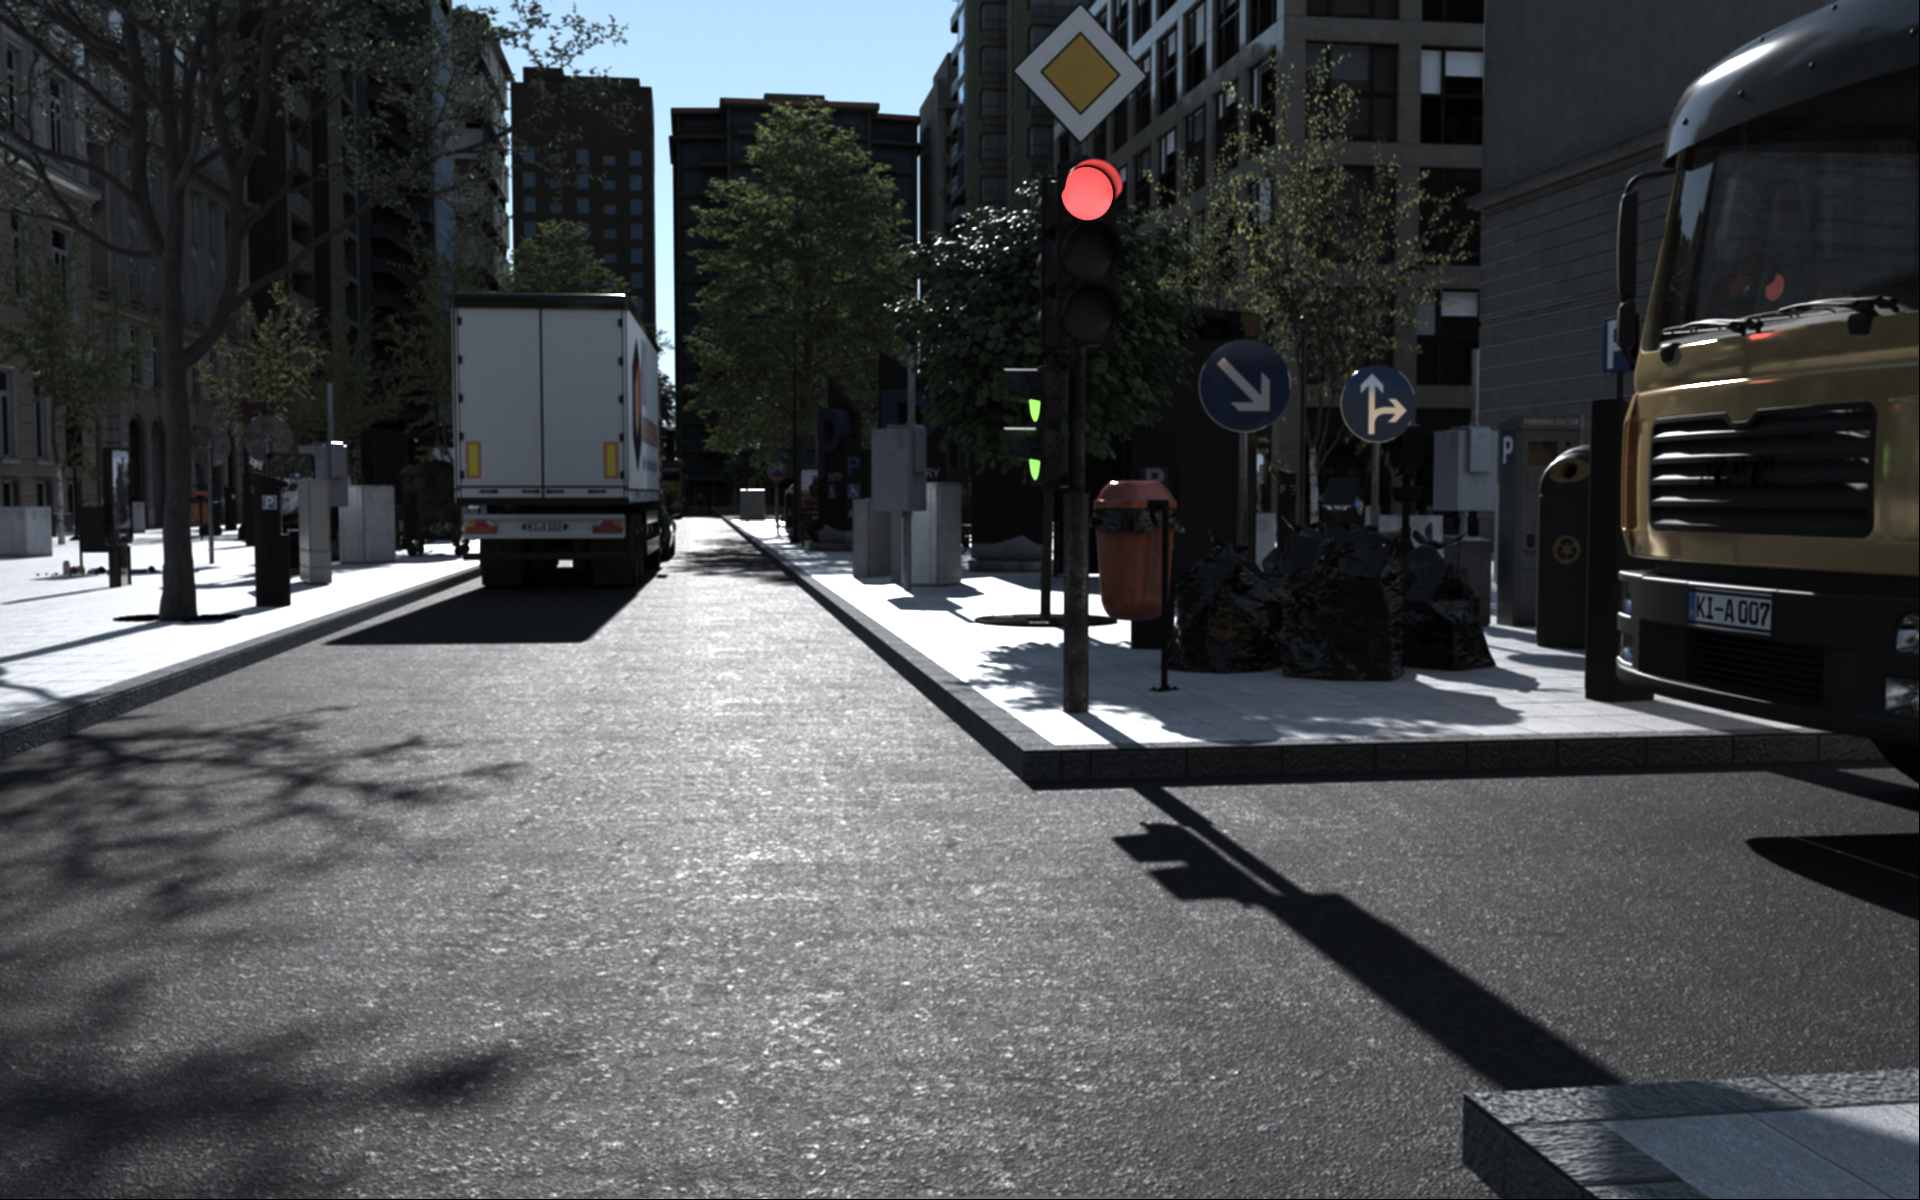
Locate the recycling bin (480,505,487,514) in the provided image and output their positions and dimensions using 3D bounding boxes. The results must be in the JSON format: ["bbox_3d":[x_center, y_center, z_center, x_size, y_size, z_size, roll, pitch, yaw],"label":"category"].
[{"bbox_3d":[-17.828,-3.166,64.312,0.722,1.027,0.722,0,4,3],"label":"recycling bin"}]

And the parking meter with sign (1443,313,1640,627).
[{"bbox_3d":[5.639,-1.262,16.902,1.738,3.016,0.543,0,4,-7],"label":"parking meter with sign"}]

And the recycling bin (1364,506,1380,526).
[{"bbox_3d":[8.735,-1.551,37.920,0.722,1.027,0.722,0,4,-6],"label":"recycling bin"}]

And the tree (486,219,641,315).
[{"bbox_3d":[-16.883,-9.426,72.247,7.486,12.596,7.792,0,3,0],"label":"tree"}]

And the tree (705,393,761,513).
[{"bbox_3d":[-15.228,-10.211,117.314,4.360,8.622,3.978,0,3,0],"label":"tree"}]

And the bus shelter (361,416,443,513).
[{"bbox_3d":[-17.477,-3.883,54.763,1.731,3.624,6.357,-1,4,-9],"label":"bus shelter"}]

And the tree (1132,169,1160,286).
[{"bbox_3d":[5.547,-5.275,36.608,4.360,8.622,3.978,0,3,0],"label":"tree"}]

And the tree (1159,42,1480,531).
[{"bbox_3d":[6.045,-4.792,28.716,4.360,8.622,3.978,0,3,0],"label":"tree"}]

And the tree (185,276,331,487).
[{"bbox_3d":[-23.205,-6.557,57.573,4.360,8.622,3.978,0,3,0],"label":"tree"}]

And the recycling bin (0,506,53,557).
[{"bbox_3d":[-19.172,-1.405,35.525,0.722,1.027,0.722,1,4,10],"label":"recycling bin"}]

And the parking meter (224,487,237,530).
[{"bbox_3d":[-25.863,-3.241,61.403,0.372,1.533,0.369,0,3,0],"label":"parking meter"}]

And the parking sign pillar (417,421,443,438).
[{"bbox_3d":[-19.623,-4.600,63.688,1.447,3.967,1.447,-1,4,-10],"label":"parking sign pillar"}]

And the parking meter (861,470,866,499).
[{"bbox_3d":[-2.413,-2.201,41.702,0.255,1.863,0.399,-1,4,-12],"label":"parking meter"}]

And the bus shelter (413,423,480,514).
[{"bbox_3d":[-15.018,-3.571,52.304,2.014,3.302,5.546,-1,4,-9],"label":"bus shelter"}]

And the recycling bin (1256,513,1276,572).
[{"bbox_3d":[3.803,-0.659,23.322,0.722,1.027,0.722,0,4,-6],"label":"recycling bin"}]

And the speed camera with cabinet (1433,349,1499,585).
[{"bbox_3d":[7.593,-1.822,24.134,2.038,3.252,0.660,-1,4,-23],"label":"speed camera with cabinet"}]

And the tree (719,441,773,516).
[{"bbox_3d":[-12.062,-7.295,102.994,4.285,4.588,4.351,0,3,0],"label":"tree"}]

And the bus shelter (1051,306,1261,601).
[{"bbox_3d":[2.393,-1.995,23.903,1.731,3.624,6.357,-1,4,-9],"label":"bus shelter"}]

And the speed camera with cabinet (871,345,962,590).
[{"bbox_3d":[-0.585,-1.805,23.854,0.660,3.252,2.038,1,4,20],"label":"speed camera with cabinet"}]

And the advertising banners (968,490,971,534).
[{"bbox_3d":[0.883,-3.653,55.915,2.074,3.025,0.090,-2,4,-34],"label":"advertising banners"}]

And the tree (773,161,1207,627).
[{"bbox_3d":[0.785,-2.051,17.241,4.285,4.588,4.351,0,3,0],"label":"tree"}]

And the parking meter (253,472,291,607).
[{"bbox_3d":[-7.889,-0.700,19.858,0.372,1.533,0.369,0,3,0],"label":"parking meter"}]

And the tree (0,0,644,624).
[{"bbox_3d":[-7.855,-6.543,17.346,12.009,13.543,11.850,0,3,0],"label":"tree"}]

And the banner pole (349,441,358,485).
[{"bbox_3d":[-28.470,-5.578,81.224,0.863,3.779,0.401,3,4,39],"label":"banner pole"}]

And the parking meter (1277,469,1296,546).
[{"bbox_3d":[7.560,-2.102,40.078,0.255,1.863,0.399,-2,4,-35],"label":"parking meter"}]

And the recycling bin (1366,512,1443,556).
[{"bbox_3d":[5.342,-0.501,20.745,0.722,1.027,0.722,2,4,28],"label":"recycling bin"}]

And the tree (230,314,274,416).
[{"bbox_3d":[-27.613,-7.390,71.181,4.737,8.622,4.395,0,3,0],"label":"tree"}]

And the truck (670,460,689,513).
[{"bbox_3d":[-21.819,-8.526,129.163,2.967,4.110,18.799,-1,4,-8],"label":"truck"}]

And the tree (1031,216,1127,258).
[{"bbox_3d":[2.739,-5.771,44.714,4.737,8.622,4.395,0,3,0],"label":"tree"}]

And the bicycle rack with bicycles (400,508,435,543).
[{"bbox_3d":[-15.125,-1.987,45.869,2.925,0.926,2.852,1,4,9],"label":"bicycle rack with bicycles"}]

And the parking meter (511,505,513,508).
[{"bbox_3d":[-17.810,-3.674,68.485,0.372,1.533,0.369,0,3,0],"label":"parking meter"}]

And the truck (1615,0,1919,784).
[{"bbox_3d":[7.115,-0.704,7.435,9.791,3.379,3.469,0,4,-7],"label":"truck"}]

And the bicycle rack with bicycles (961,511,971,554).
[{"bbox_3d":[0.910,-1.477,37.531,2.852,0.926,2.925,-2,4,-31],"label":"bicycle rack with bicycles"}]

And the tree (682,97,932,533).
[{"bbox_3d":[-4.246,-8.080,50.227,7.486,12.596,7.792,0,3,0],"label":"tree"}]

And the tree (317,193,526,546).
[{"bbox_3d":[-12.512,-5.668,43.036,4.737,8.622,4.395,0,3,0],"label":"tree"}]

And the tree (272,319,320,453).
[{"bbox_3d":[-23.238,-7.101,66.456,4.737,8.622,4.395,0,3,0],"label":"tree"}]

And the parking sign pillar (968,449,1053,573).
[{"bbox_3d":[0.862,-2.471,28.870,1.447,3.967,1.447,1,4,22],"label":"parking sign pillar"}]

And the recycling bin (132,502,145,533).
[{"bbox_3d":[-27.487,-2.749,57.506,0.722,1.027,0.722,-2,4,-29],"label":"recycling bin"}]

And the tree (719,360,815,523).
[{"bbox_3d":[-8.407,-7.757,77.196,4.737,8.622,4.395,0,3,0],"label":"tree"}]

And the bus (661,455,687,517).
[{"bbox_3d":[-18.681,-7.187,109.046,2.896,3.916,12.252,-1,4,-8],"label":"bus"}]

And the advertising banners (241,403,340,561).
[{"bbox_3d":[-12.801,-2.270,33.302,2.074,3.025,0.090,0,4,7],"label":"advertising banners"}]

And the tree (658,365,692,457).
[{"bbox_3d":[-27.512,-14.684,146.745,9.857,13.997,8.962,0,3,0],"label":"tree"}]

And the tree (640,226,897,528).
[{"bbox_3d":[-6.024,-8.553,65.589,9.928,11.665,9.643,0,3,0],"label":"tree"}]

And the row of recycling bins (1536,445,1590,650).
[{"bbox_3d":[5.654,-0.379,13.312,1.069,1.692,3.534,-1,4,-13],"label":"row of recycling bins"}]

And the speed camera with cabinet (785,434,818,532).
[{"bbox_3d":[-5.225,-3.883,57.824,0.660,3.252,2.038,-2,4,-28],"label":"speed camera with cabinet"}]

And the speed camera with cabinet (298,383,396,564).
[{"bbox_3d":[-11.163,-2.277,31.567,0.660,3.252,2.038,1,4,18],"label":"speed camera with cabinet"}]

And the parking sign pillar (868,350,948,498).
[{"bbox_3d":[-0.874,-2.683,32.346,1.447,3.967,1.447,0,4,3],"label":"parking sign pillar"}]

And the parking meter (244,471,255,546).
[{"bbox_3d":[-17.602,-2.293,43.203,0.399,1.863,0.255,-3,5,-41],"label":"parking meter"}]

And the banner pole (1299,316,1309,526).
[{"bbox_3d":[4.885,-2.120,24.682,0.401,3.779,0.863,1,4,11],"label":"banner pole"}]

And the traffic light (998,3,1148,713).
[{"bbox_3d":[0.663,-1.295,10.094,0.839,4.253,0.868,-1,4,-9],"label":"traffic light"}]

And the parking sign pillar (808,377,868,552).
[{"bbox_3d":[-2.729,-3.104,39.230,1.447,3.967,1.447,-2,4,-33],"label":"parking sign pillar"}]

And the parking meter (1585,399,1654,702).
[{"bbox_3d":[4.137,-0.310,10.783,0.399,1.863,0.255,-1,4,-21],"label":"parking meter"}]

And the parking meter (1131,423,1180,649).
[{"bbox_3d":[1.625,-0.530,14.382,0.399,1.863,0.255,0,4,6],"label":"parking meter"}]

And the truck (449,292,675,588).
[{"bbox_3d":[-6.528,-2.501,29.805,2.839,4.237,11.283,0,4,-7],"label":"truck"}]

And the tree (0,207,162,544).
[{"bbox_3d":[-22.658,-5.722,43.923,4.737,8.622,4.395,0,3,0],"label":"tree"}]

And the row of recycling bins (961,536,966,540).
[{"bbox_3d":[-1.141,-2.591,49.468,1.069,1.692,3.534,-3,5,-41],"label":"row of recycling bins"}]
